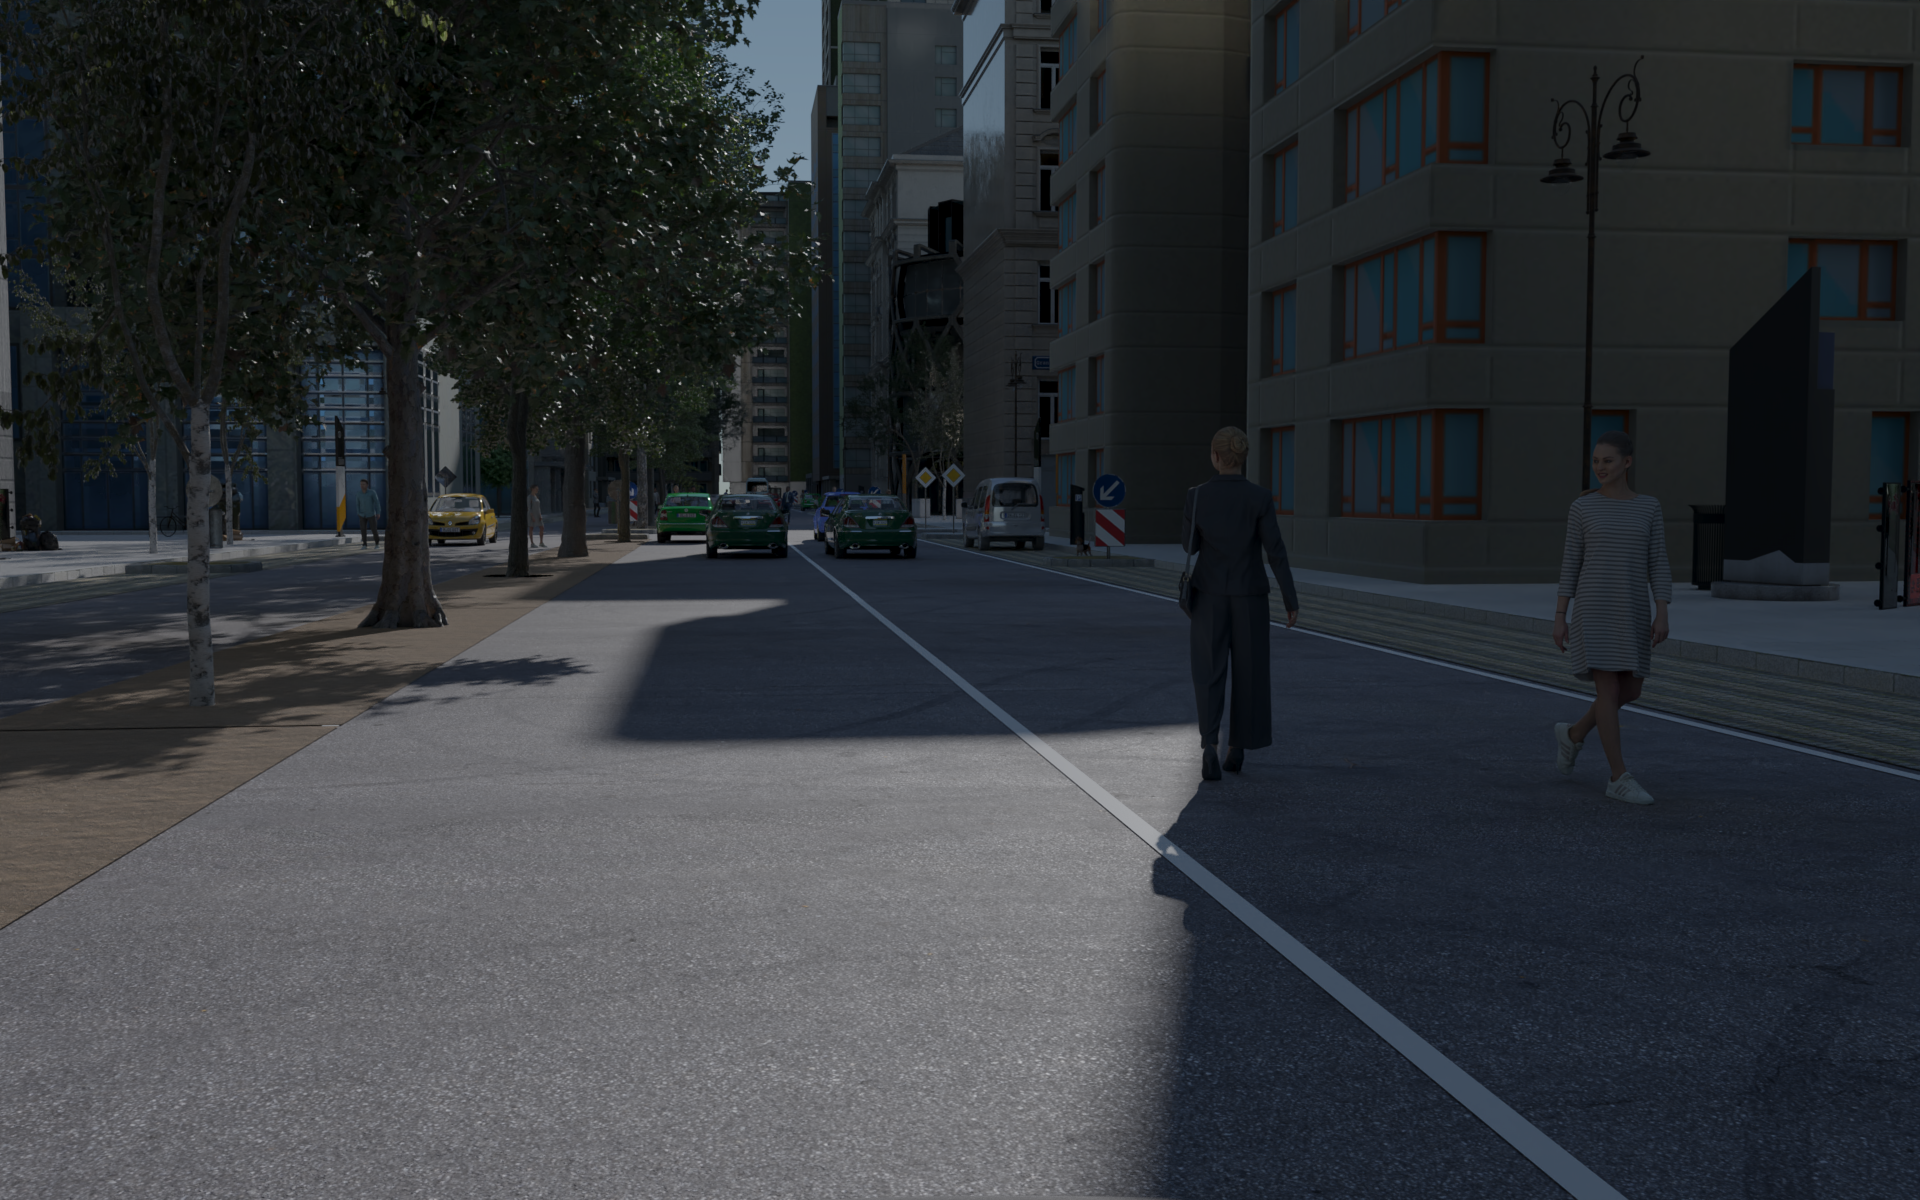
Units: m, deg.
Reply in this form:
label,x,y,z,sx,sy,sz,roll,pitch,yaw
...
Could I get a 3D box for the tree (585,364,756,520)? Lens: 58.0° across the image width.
label,x,y,z,sx,sy,sz,roll,pitch,yaw
tree,-16.280,-11.128,94.766,12.009,13.543,11.850,0,3,0

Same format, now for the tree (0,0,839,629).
label,x,y,z,sx,sy,sz,roll,pitch,yaw
tree,-6.015,-6.060,18.551,9.611,12.733,9.660,0,3,0

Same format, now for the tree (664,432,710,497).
label,x,y,z,sx,sy,sz,roll,pitch,yaw
tree,-18.453,-9.841,113.712,4.737,8.622,4.395,0,3,0

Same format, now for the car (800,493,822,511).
label,x,y,z,sx,sy,sz,roll,pitch,yaw
car,-12.523,-8.413,146.345,1.959,1.807,4.718,0,4,-8

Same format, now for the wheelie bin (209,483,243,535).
label,x,y,z,sx,sy,sz,roll,pitch,yaw
wheelie bin,-20.825,-2.525,49.194,0.693,1.594,0.980,3,5,42

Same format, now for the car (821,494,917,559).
label,x,y,z,sx,sy,sz,roll,pitch,yaw
car,-2.096,-1.722,39.953,2.131,1.459,4.920,-1,4,-9

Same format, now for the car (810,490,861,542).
label,x,y,z,sx,sy,sz,roll,pitch,yaw
car,-3.646,-2.693,53.622,1.945,1.707,3.694,0,4,-7

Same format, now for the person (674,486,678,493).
label,x,y,z,sx,sy,sz,roll,pitch,yaw
person,-10.778,-3.392,64.638,0.598,1.740,0.731,1,4,22

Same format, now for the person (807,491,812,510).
label,x,y,z,sx,sy,sz,roll,pitch,yaw
person,-13.847,-9.088,158.026,0.436,1.711,0.756,-3,4,-38

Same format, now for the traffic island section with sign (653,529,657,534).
label,x,y,z,sx,sy,sz,roll,pitch,yaw
traffic island section with sign,-11.902,-3.322,62.457,2.006,1.907,1.989,0,4,-8

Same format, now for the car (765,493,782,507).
label,x,y,z,sx,sy,sz,roll,pitch,yaw
car,-14.256,-7.382,129.743,2.155,1.783,4.494,0,4,-8

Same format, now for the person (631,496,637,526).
label,x,y,z,sx,sy,sz,roll,pitch,yaw
person,-14.606,-4.251,78.102,0.616,1.811,0.778,-2,4,-32

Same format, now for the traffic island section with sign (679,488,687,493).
label,x,y,z,sx,sy,sz,roll,pitch,yaw
traffic island section with sign,-21.923,-7.877,136.927,2.006,1.907,1.989,0,4,-8

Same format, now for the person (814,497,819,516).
label,x,y,z,sx,sy,sz,roll,pitch,yaw
person,-9.383,-6.105,112.997,0.332,1.250,0.352,0,4,5

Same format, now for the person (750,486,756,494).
label,x,y,z,sx,sy,sz,roll,pitch,yaw
person,-9.637,-4.439,81.180,0.767,1.812,0.694,1,4,17

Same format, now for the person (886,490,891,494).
label,x,y,z,sx,sy,sz,roll,pitch,yaw
person,-2.908,-3.643,69.871,0.330,1.601,0.589,-1,4,-16

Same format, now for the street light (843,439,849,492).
label,x,y,z,sx,sy,sz,roll,pitch,yaw
street light,-9.186,-10.136,138.515,0.468,5.910,1.993,0,4,-8

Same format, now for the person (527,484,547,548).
label,x,y,z,sx,sy,sz,roll,pitch,yaw
person,-11.379,-2.251,46.304,0.522,1.701,0.512,1,4,20

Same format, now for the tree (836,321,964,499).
label,x,y,z,sx,sy,sz,roll,pitch,yaw
tree,-2.500,-9.769,94.134,8.767,10.594,7.601,-1,4,-9

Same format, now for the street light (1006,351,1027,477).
label,x,y,z,sx,sy,sz,roll,pitch,yaw
street light,1.806,-5.091,56.029,0.468,5.910,1.993,0,4,-8

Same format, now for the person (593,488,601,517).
label,x,y,z,sx,sy,sz,roll,pitch,yaw
person,-22.314,-5.975,106.375,0.473,1.802,0.592,2,4,25

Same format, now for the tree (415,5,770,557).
label,x,y,z,sx,sy,sz,roll,pitch,yaw
tree,-8.830,-7.952,39.123,9.857,13.997,8.962,0,3,0

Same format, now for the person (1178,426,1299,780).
label,x,y,z,sx,sy,sz,roll,pitch,yaw
person,1.393,0.009,8.773,0.576,1.772,0.534,0,4,-6

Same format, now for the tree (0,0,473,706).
label,x,y,z,sx,sy,sz,roll,pitch,yaw
tree,-5.159,-3.598,11.654,4.360,8.622,3.978,0,3,0

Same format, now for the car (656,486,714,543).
label,x,y,z,sx,sy,sz,roll,pitch,yaw
car,-8.154,-2.654,52.192,1.959,1.807,4.718,0,4,-7

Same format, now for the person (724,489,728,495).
label,x,y,z,sx,sy,sz,roll,pitch,yaw
person,-19.321,-8.296,144.013,0.599,1.838,0.709,1,4,23

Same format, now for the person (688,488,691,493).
label,x,y,z,sx,sy,sz,roll,pitch,yaw
person,-15.577,-5.565,99.827,0.374,1.781,0.599,2,4,28

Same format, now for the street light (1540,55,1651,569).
label,x,y,z,sx,sy,sz,roll,pitch,yaw
street light,6.852,-2.818,18.860,0.468,5.910,1.993,0,4,-8

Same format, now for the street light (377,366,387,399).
label,x,y,z,sx,sy,sz,roll,pitch,yaw
street light,-20.459,-5.456,61.986,0.468,5.910,1.993,0,4,-8

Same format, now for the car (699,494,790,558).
label,x,y,z,sx,sy,sz,roll,pitch,yaw
car,-4.971,-1.732,40.122,2.131,1.459,4.920,-1,4,-9

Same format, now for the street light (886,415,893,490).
label,x,y,z,sx,sy,sz,roll,pitch,yaw
street light,-4.175,-7.852,101.162,0.468,5.910,1.993,0,4,-8

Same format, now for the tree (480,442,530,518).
label,x,y,z,sx,sy,sz,roll,pitch,yaw
tree,-25.061,-6.733,93.799,4.285,4.588,4.351,0,3,0

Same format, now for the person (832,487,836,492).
label,x,y,z,sx,sy,sz,roll,pitch,yaw
person,-5.789,-4.322,79.588,0.576,1.772,0.534,0,4,3

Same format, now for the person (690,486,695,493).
label,x,y,z,sx,sy,sz,roll,pitch,yaw
person,-11.287,-3.943,73.243,0.678,1.792,0.850,-2,4,-28

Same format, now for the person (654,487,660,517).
label,x,y,z,sx,sy,sz,roll,pitch,yaw
person,-18.884,-6.031,106.960,0.661,1.843,0.795,-2,4,-27

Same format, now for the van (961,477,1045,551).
label,x,y,z,sx,sy,sz,roll,pitch,yaw
van,1.102,-2.325,45.030,2.013,2.044,4.112,0,4,-8

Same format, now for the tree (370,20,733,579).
label,x,y,z,sx,sy,sz,roll,pitch,yaw
tree,-7.467,-6.184,29.314,9.928,11.665,9.643,0,3,0

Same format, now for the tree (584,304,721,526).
label,x,y,z,sx,sy,sz,roll,pitch,yaw
tree,-13.986,-9.593,77.429,7.486,12.596,7.792,0,3,0

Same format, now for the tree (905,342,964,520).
label,x,y,z,sx,sy,sz,roll,pitch,yaw
tree,-0.784,-8.220,84.754,4.360,8.622,3.978,0,3,0

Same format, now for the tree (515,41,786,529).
label,x,y,z,sx,sy,sz,roll,pitch,yaw
tree,-13.590,-12.762,67.005,12.611,20.169,13.585,0,3,0

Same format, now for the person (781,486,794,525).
label,x,y,z,sx,sy,sz,roll,pitch,yaw
person,-8.143,-4.451,81.464,0.721,1.800,0.419,1,4,12

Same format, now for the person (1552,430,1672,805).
label,x,y,z,sx,sy,sz,roll,pitch,yaw
person,3.078,0.059,8.292,0.466,1.731,0.760,-1,4,-20

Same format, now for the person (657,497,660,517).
label,x,y,z,sx,sy,sz,roll,pitch,yaw
person,-18.840,-5.829,108.476,0.373,1.253,0.362,0,4,-5

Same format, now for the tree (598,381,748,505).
label,x,y,z,sx,sy,sz,roll,pitch,yaw
tree,-14.606,-9.066,85.104,8.767,10.594,7.601,0,4,-8

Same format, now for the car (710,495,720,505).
label,x,y,z,sx,sy,sz,roll,pitch,yaw
car,-24.176,-9.723,171.336,2.083,1.381,4.827,0,4,-7

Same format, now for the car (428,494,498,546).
label,x,y,z,sx,sy,sz,roll,pitch,yaw
car,-14.217,-2.387,49.247,2.015,1.641,3.980,-1,4,-8

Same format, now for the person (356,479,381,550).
label,x,y,z,sx,sy,sz,roll,pitch,yaw
person,-15.229,-2.210,44.652,0.660,1.820,0.620,0,4,2

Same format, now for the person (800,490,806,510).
label,x,y,z,sx,sy,sz,roll,pitch,yaw
person,-14.173,-9.068,156.758,0.705,1.824,1.348,2,4,23
